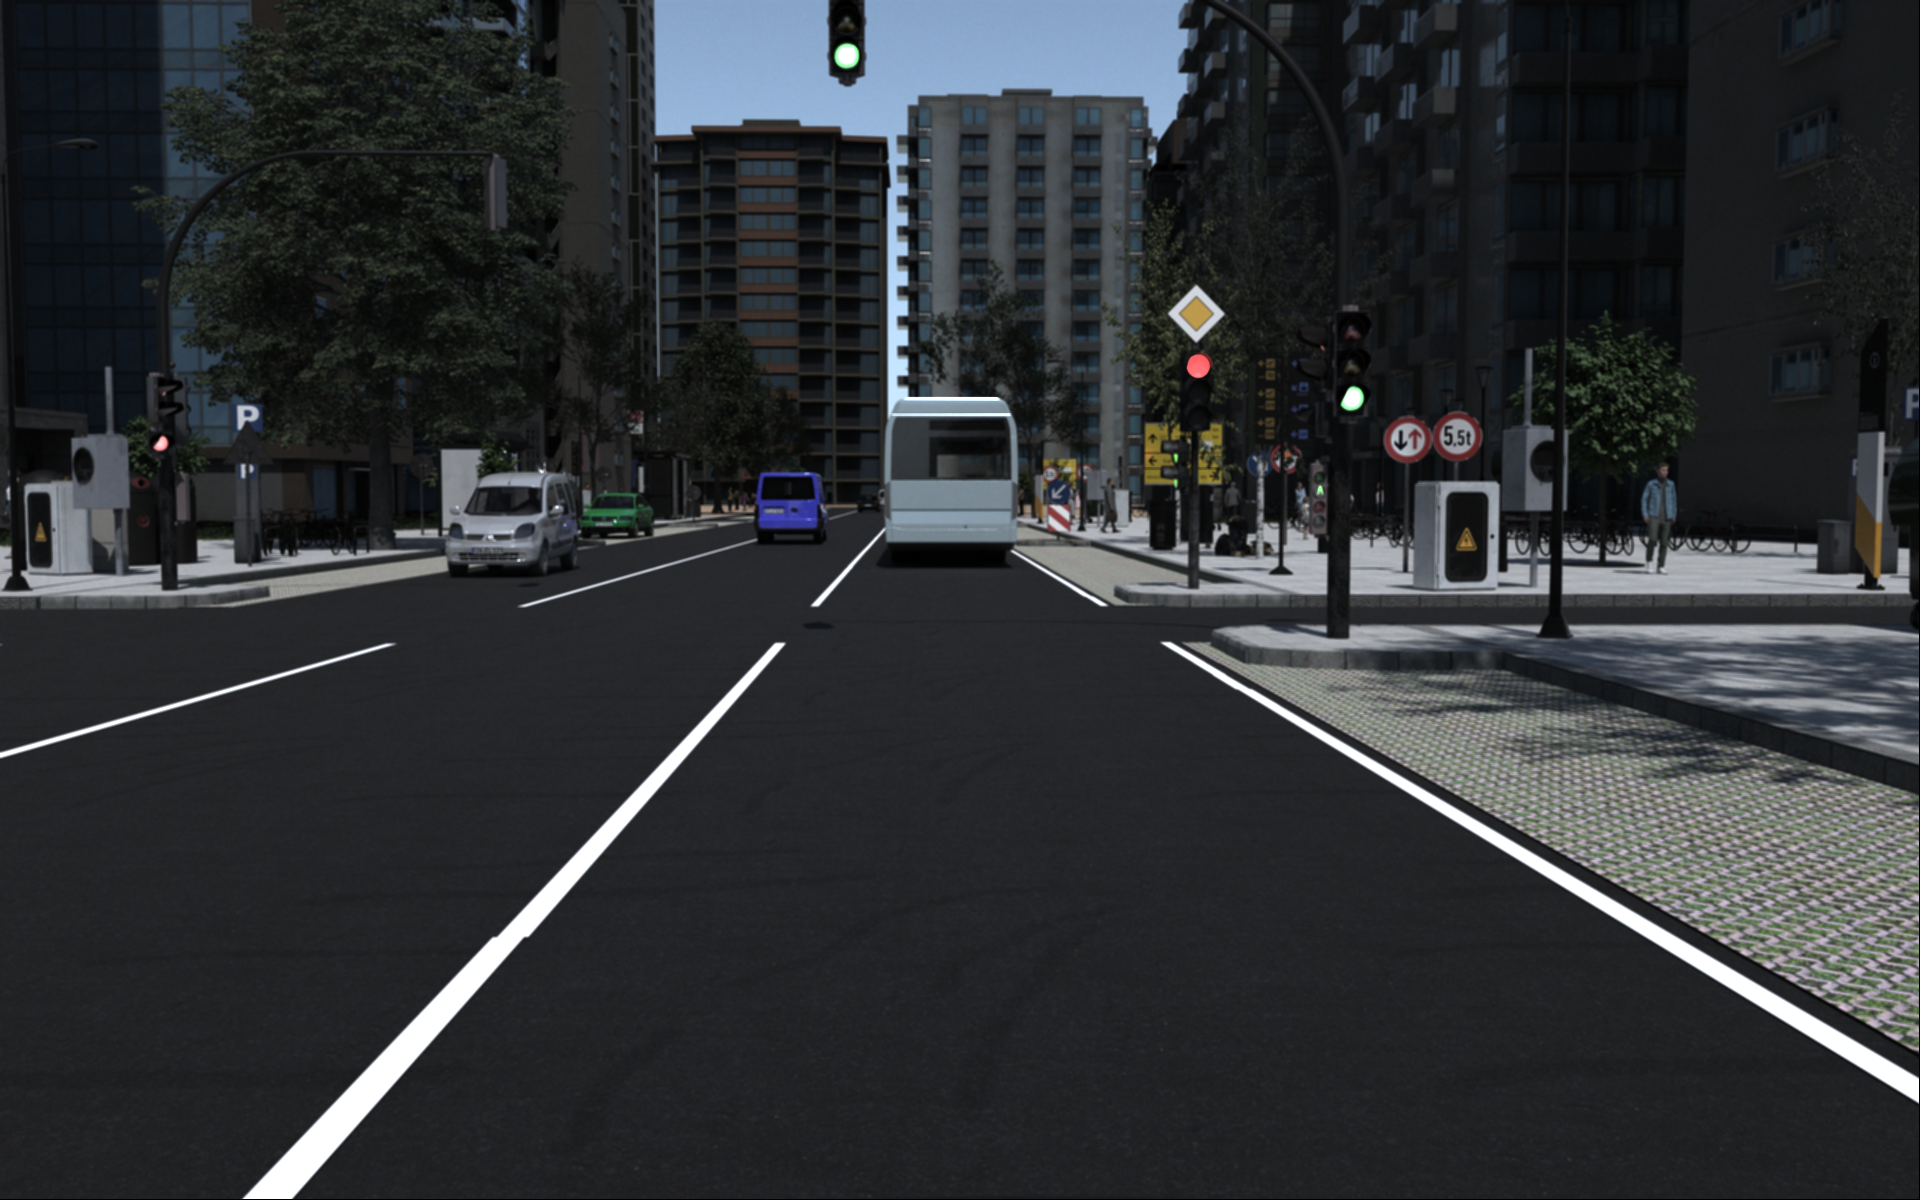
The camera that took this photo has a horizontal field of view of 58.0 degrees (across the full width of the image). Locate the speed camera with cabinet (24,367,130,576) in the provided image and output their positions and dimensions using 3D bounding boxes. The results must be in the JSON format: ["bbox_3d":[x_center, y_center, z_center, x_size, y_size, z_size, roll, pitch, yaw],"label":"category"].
[{"bbox_3d":[-13.904,-2.011,27.220,2.038,3.252,0.660,2,4,33],"label":"speed camera with cabinet"}]

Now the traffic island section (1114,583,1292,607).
[{"bbox_3d":[3.181,-0.071,23.438,2.009,0.180,2.903,0,4,-1],"label":"traffic island section"}]

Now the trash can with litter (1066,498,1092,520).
[{"bbox_3d":[5.932,-4.662,87.287,2.233,1.210,1.678,-2,4,-33],"label":"trash can with litter"}]

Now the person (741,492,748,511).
[{"bbox_3d":[-16.101,-7.326,129.039,0.991,1.433,0.599,3,4,39],"label":"person"}]

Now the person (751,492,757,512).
[{"bbox_3d":[-14.943,-7.138,125.988,0.421,1.427,0.697,1,4,17],"label":"person"}]

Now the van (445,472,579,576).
[{"bbox_3d":[-8.078,-1.494,31.435,2.013,2.044,4.112,0,4,-1],"label":"van"}]

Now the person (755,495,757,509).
[{"bbox_3d":[-17.681,-8.660,150.855,0.991,1.433,0.599,2,4,35],"label":"person"}]

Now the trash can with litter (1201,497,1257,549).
[{"bbox_3d":[6.442,-1.822,40.853,2.233,1.210,1.678,-1,4,-14],"label":"trash can with litter"}]

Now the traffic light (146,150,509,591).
[{"bbox_3d":[-8.427,-2.959,23.053,4.771,5.953,1.251,0,4,-1],"label":"traffic light"}]

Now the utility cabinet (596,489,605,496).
[{"bbox_3d":[-15.558,-4.031,74.588,0.318,1.500,1.173,-2,4,-24],"label":"utility cabinet"}]

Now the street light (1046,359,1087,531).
[{"bbox_3d":[3.670,-5.334,59.748,1.470,5.913,1.316,0,4,-1],"label":"street light"}]

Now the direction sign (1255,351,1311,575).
[{"bbox_3d":[5.126,-2.175,27.562,0.876,3.537,0.379,0,4,-4],"label":"direction sign"}]

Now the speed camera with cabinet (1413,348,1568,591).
[{"bbox_3d":[7.132,-1.767,23.231,2.038,3.252,0.660,-1,4,-18],"label":"speed camera with cabinet"}]

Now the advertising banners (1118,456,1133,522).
[{"bbox_3d":[7.567,-5.088,79.378,0.090,3.025,2.074,-1,4,-11],"label":"advertising banners"}]

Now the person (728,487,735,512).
[{"bbox_3d":[-16.656,-7.315,125.731,0.705,1.812,1.348,1,4,9],"label":"person"}]

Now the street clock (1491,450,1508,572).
[{"bbox_3d":[8.900,-1.462,28.469,0.358,2.002,0.471,2,4,34],"label":"street clock"}]

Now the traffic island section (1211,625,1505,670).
[{"bbox_3d":[3.381,0.417,15.455,2.009,0.180,2.903,0,4,-1],"label":"traffic island section"}]

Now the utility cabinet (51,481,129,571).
[{"bbox_3d":[-14.309,-1.212,28.503,1.173,1.500,0.318,1,4,11],"label":"utility cabinet"}]

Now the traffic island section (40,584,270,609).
[{"bbox_3d":[-10.556,-0.050,23.099,2.009,0.180,2.903,0,4,-1],"label":"traffic island section"}]

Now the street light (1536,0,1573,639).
[{"bbox_3d":[4.800,-2.619,15.363,1.470,5.913,1.316,0,4,-1],"label":"street light"}]

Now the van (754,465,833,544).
[{"bbox_3d":[-4.946,-2.868,51.274,2.240,2.365,5.245,0,4,-2],"label":"van"}]

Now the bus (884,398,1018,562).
[{"bbox_3d":[-0.320,-2.744,39.731,2.948,3.499,13.247,0,4,-1],"label":"bus"}]

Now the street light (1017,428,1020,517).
[{"bbox_3d":[2.716,-7.699,98.425,1.470,5.913,1.316,0,4,-1],"label":"street light"}]

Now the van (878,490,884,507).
[{"bbox_3d":[-7.100,-9.706,165.705,2.013,2.044,4.112,0,4,-2],"label":"van"}]

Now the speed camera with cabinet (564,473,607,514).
[{"bbox_3d":[-16.600,-5.031,76.593,0.660,3.252,2.038,3,5,41],"label":"speed camera with cabinet"}]

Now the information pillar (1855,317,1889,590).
[{"bbox_3d":[12.235,-1.951,23.250,0.183,3.616,0.504,0,4,-4],"label":"information pillar"}]

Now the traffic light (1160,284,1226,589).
[{"bbox_3d":[3.141,-2.104,23.323,0.839,4.253,0.868,0,4,-1],"label":"traffic light"}]

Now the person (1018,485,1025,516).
[{"bbox_3d":[3.608,-5.906,102.614,0.705,1.823,1.348,1,4,20],"label":"person"}]

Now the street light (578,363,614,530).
[{"bbox_3d":[-12.947,-5.441,61.497,1.470,5.913,1.316,0,4,-1],"label":"street light"}]

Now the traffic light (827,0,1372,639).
[{"bbox_3d":[1.252,-2.476,15.146,4.771,5.953,1.251,0,4,-1],"label":"traffic light"}]

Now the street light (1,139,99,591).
[{"bbox_3d":[-11.978,-3.075,22.820,1.470,5.913,1.316,0,4,-1],"label":"street light"}]

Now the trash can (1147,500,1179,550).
[{"bbox_3d":[4.663,-1.721,39.797,0.748,1.137,0.748,0,3,0],"label":"trash can"}]

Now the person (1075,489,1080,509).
[{"bbox_3d":[9.912,-8.506,145.792,0.551,1.740,0.621,-3,5,-43],"label":"person"}]

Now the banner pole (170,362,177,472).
[{"bbox_3d":[-15.018,-2.633,33.071,0.401,3.779,0.863,-2,4,-29],"label":"banner pole"}]

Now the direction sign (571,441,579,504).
[{"bbox_3d":[-16.504,-5.046,74.498,0.379,3.537,0.876,1,4,10],"label":"direction sign"}]

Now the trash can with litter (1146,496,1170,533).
[{"bbox_3d":[7.015,-2.850,57.653,1.678,1.210,2.233,0,4,1],"label":"trash can with litter"}]

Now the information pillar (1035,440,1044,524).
[{"bbox_3d":[3.427,-5.108,74.875,0.183,3.616,0.504,-3,4,-36],"label":"information pillar"}]

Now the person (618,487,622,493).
[{"bbox_3d":[-26.022,-7.767,133.051,0.705,1.822,1.348,1,4,15],"label":"person"}]

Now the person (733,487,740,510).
[{"bbox_3d":[-17.964,-8.141,139.163,0.705,1.823,1.348,1,4,18],"label":"person"}]

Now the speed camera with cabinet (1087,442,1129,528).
[{"bbox_3d":[5.722,-4.440,66.938,0.660,3.252,2.038,3,5,41],"label":"speed camera with cabinet"}]

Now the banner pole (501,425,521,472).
[{"bbox_3d":[-16.414,-4.478,63.227,0.863,3.779,0.401,0,4,-2],"label":"banner pole"}]

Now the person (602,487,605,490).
[{"bbox_3d":[-25.611,-7.240,124.426,0.705,1.824,1.348,-3,4,-36],"label":"person"}]
